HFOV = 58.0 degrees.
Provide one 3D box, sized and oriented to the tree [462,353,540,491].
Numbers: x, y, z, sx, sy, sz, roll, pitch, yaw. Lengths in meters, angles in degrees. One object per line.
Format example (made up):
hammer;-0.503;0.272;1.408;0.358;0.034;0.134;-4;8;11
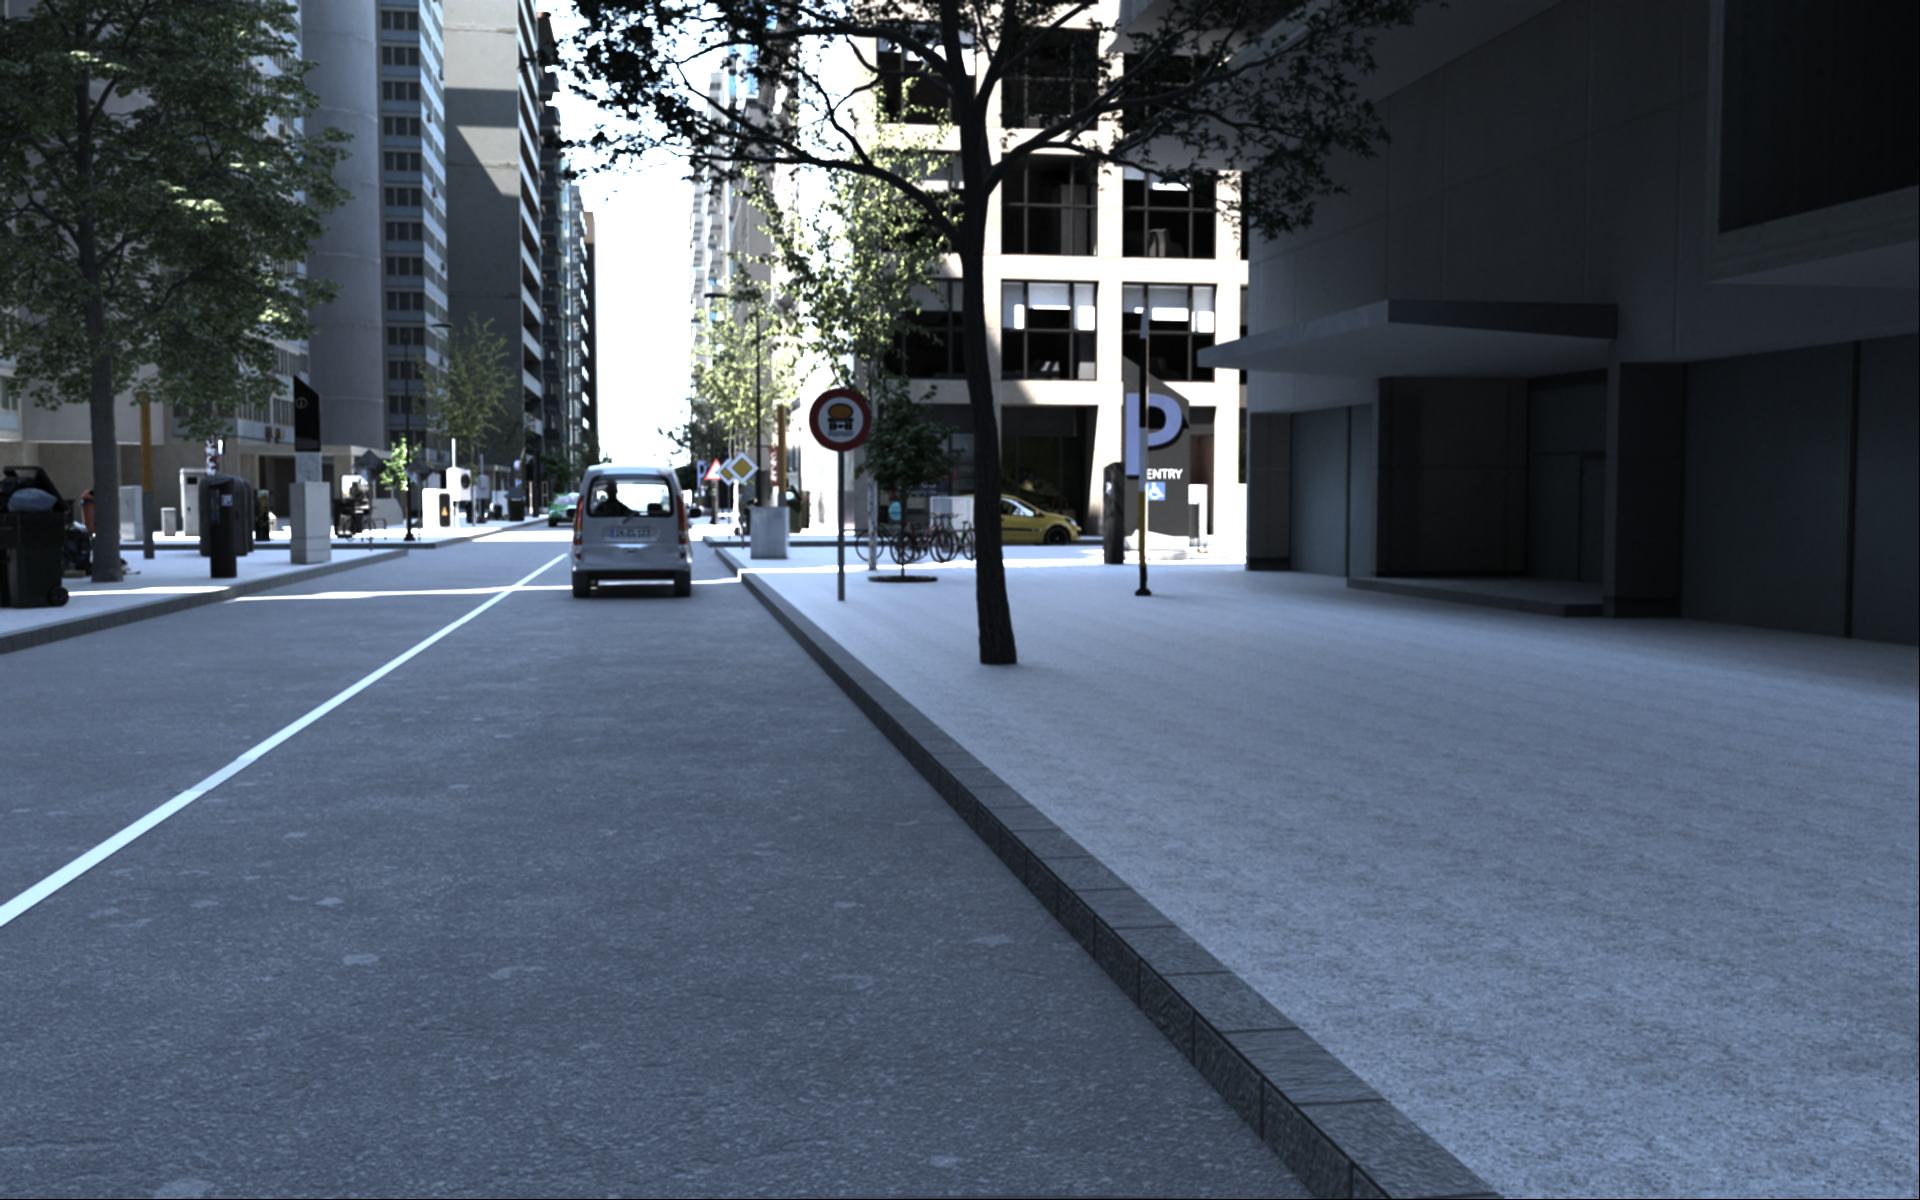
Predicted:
tree;-23.696;-8.525;89.744;4.360;8.622;3.978;0;3;0

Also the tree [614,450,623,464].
tree;-55.638;-19.947;276.494;4.360;8.622;3.978;0;3;0

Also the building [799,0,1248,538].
building;11.995;-15.784;62.592;34.151;26.468;19.350;-1;4;-10

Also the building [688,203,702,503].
building;-31.354;-34.396;245.966;14.154;41.232;14.086;-1;4;-10

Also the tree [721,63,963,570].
tree;-1.685;-4.799;28.828;4.737;8.622;4.395;0;3;0

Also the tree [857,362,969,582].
tree;-0.844;-1.883;25.395;1.663;3.219;1.824;0;3;0

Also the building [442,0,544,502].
building;-42.778;-30.867;128.380;21.300;48.544;21.600;-1;4;-10

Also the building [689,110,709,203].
building;-30.907;-44.339;266.940;21.231;58.520;28.212;-1;4;-10

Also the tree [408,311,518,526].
tree;-19.579;-7.238;68.710;4.737;8.622;4.395;0;3;0

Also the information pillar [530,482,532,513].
information pillar;-25.288;-5.998;102.566;0.304;2.012;0.304;-2;4;-25

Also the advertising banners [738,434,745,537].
advertising banners;-6.440;-3.358;51.099;0.090;3.025;2.074;-1;4;-11

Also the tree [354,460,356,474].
tree;-30.010;-5.609;86.315;1.663;3.219;1.824;0;3;0

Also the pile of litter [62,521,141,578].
pile of litter;-13.570;-0.803;27.093;1.176;0.858;1.719;2;4;29

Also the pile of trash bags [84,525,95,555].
pile of trash bags;-19.254;-1.575;35.507;3.447;1.369;1.912;-3;5;-40

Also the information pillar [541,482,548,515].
information pillar;-25.148;-6.137;104.836;0.304;2.012;0.304;-2;4;-27

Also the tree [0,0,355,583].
tree;-12.901;-6.545;25.139;7.486;12.596;7.792;0;3;0

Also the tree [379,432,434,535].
tree;-17.492;-3.649;54.267;1.663;3.219;1.824;0;3;0

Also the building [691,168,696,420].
building;-23.371;-36.999;224.548;23.786;49.044;30.456;-1;4;-10

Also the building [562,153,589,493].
building;-63.457;-37.982;240.620;23.786;49.044;30.456;-1;4;-10

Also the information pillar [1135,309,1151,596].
information pillar;2.314;-1.863;21.821;0.183;3.616;0.504;1;4;9

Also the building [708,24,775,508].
building;-10.506;-51.218;150.086;22.319;86.520;31.000;-1;4;-10

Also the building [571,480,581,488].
building;-62.513;-31.886;213.209;32.217;40.220;23.993;-1;4;-10

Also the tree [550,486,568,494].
tree;-31.513;-8.621;135.554;1.663;3.219;1.824;0;3;0

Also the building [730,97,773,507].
building;-7.171;-19.481;112.027;14.314;27.812;24.014;-1;4;-10

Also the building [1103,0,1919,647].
building;17.796;-26.185;17.365;28.713;52.752;27.495;-1;4;-10

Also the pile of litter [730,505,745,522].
pile of litter;-9.890;-4.037;79.975;1.719;0.858;1.176;3;5;44

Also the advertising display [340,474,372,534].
advertising display;-19.594;-3.120;56.226;0.974;1.923;0.123;-2;4;-31

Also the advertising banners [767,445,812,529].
advertising banners;-6.207;-4.093;63.103;0.090;3.025;2.074;3;5;44

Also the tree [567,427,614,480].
tree;-41.057;-14.683;190.430;4.360;8.622;3.978;0;3;0

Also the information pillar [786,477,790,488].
information pillar;-7.640;-4.344;75.524;0.304;2.012;0.304;3;4;37

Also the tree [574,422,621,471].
tree;-37.782;-13.979;178.919;4.737;8.622;4.395;0;3;0

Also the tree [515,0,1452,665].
tree;-0.049;-4.800;12.897;7.601;10.594;8.767;0;4;6

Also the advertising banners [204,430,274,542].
advertising banners;-19.273;-3.057;46.168;0.090;3.025;2.074;2;4;34

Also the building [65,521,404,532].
building;-38.390;-22.697;62.976;32.217;40.220;23.993;-1;4;-10

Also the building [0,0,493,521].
building;-44.217;-25.183;103.617;32.217;40.220;23.993;-1;4;-10

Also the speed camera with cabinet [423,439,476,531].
speed camera with cabinet;-18.114;-4.089;61.195;0.660;3.252;2.038;1;4;20

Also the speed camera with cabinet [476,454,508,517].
speed camera with cabinet;-23.271;-5.631;86.410;2.038;3.252;0.660;-3;5;-41

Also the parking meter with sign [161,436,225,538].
parking meter with sign;-22.825;-3.383;51.567;1.738;3.016;0.543;-2;4;-32

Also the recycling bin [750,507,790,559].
recycling bin;-3.783;-1.343;34.508;0.722;1.027;0.722;0;4;0

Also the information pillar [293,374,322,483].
information pillar;-12.776;-2.603;33.918;0.504;3.616;0.183;-1;4;-11

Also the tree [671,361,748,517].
tree;-13.599;-8.854;95.126;4.360;8.622;3.978;0;3;0

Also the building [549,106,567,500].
building;-47.800;-30.127;176.164;14.154;41.232;14.086;-1;4;-10

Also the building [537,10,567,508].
building;-46.936;-30.544;154.014;22.147;44.769;28.867;-1;4;-10

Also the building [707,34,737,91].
building;-15.202;-34.389;181.862;23.786;49.044;30.456;-1;4;-10

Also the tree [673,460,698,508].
tree;-27.630;-11.573;172.933;4.285;4.588;4.351;0;3;0

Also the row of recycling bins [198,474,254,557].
row of recycling bins;-15.686;-1.827;36.991;1.069;1.692;3.534;-1;4;-19

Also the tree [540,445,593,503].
tree;-27.425;-8.103;116.198;4.285;4.588;4.351;0;3;0

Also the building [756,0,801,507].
building;-2.776;-18.405;88.307;14.401;28.519;23.554;-1;4;-10

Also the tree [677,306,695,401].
tree;-7.445;-6.660;59.246;4.737;8.622;4.395;0;3;0

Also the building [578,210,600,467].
building;-62.382;-37.556;264.146;14.600;45.320;14.200;-1;4;-10
